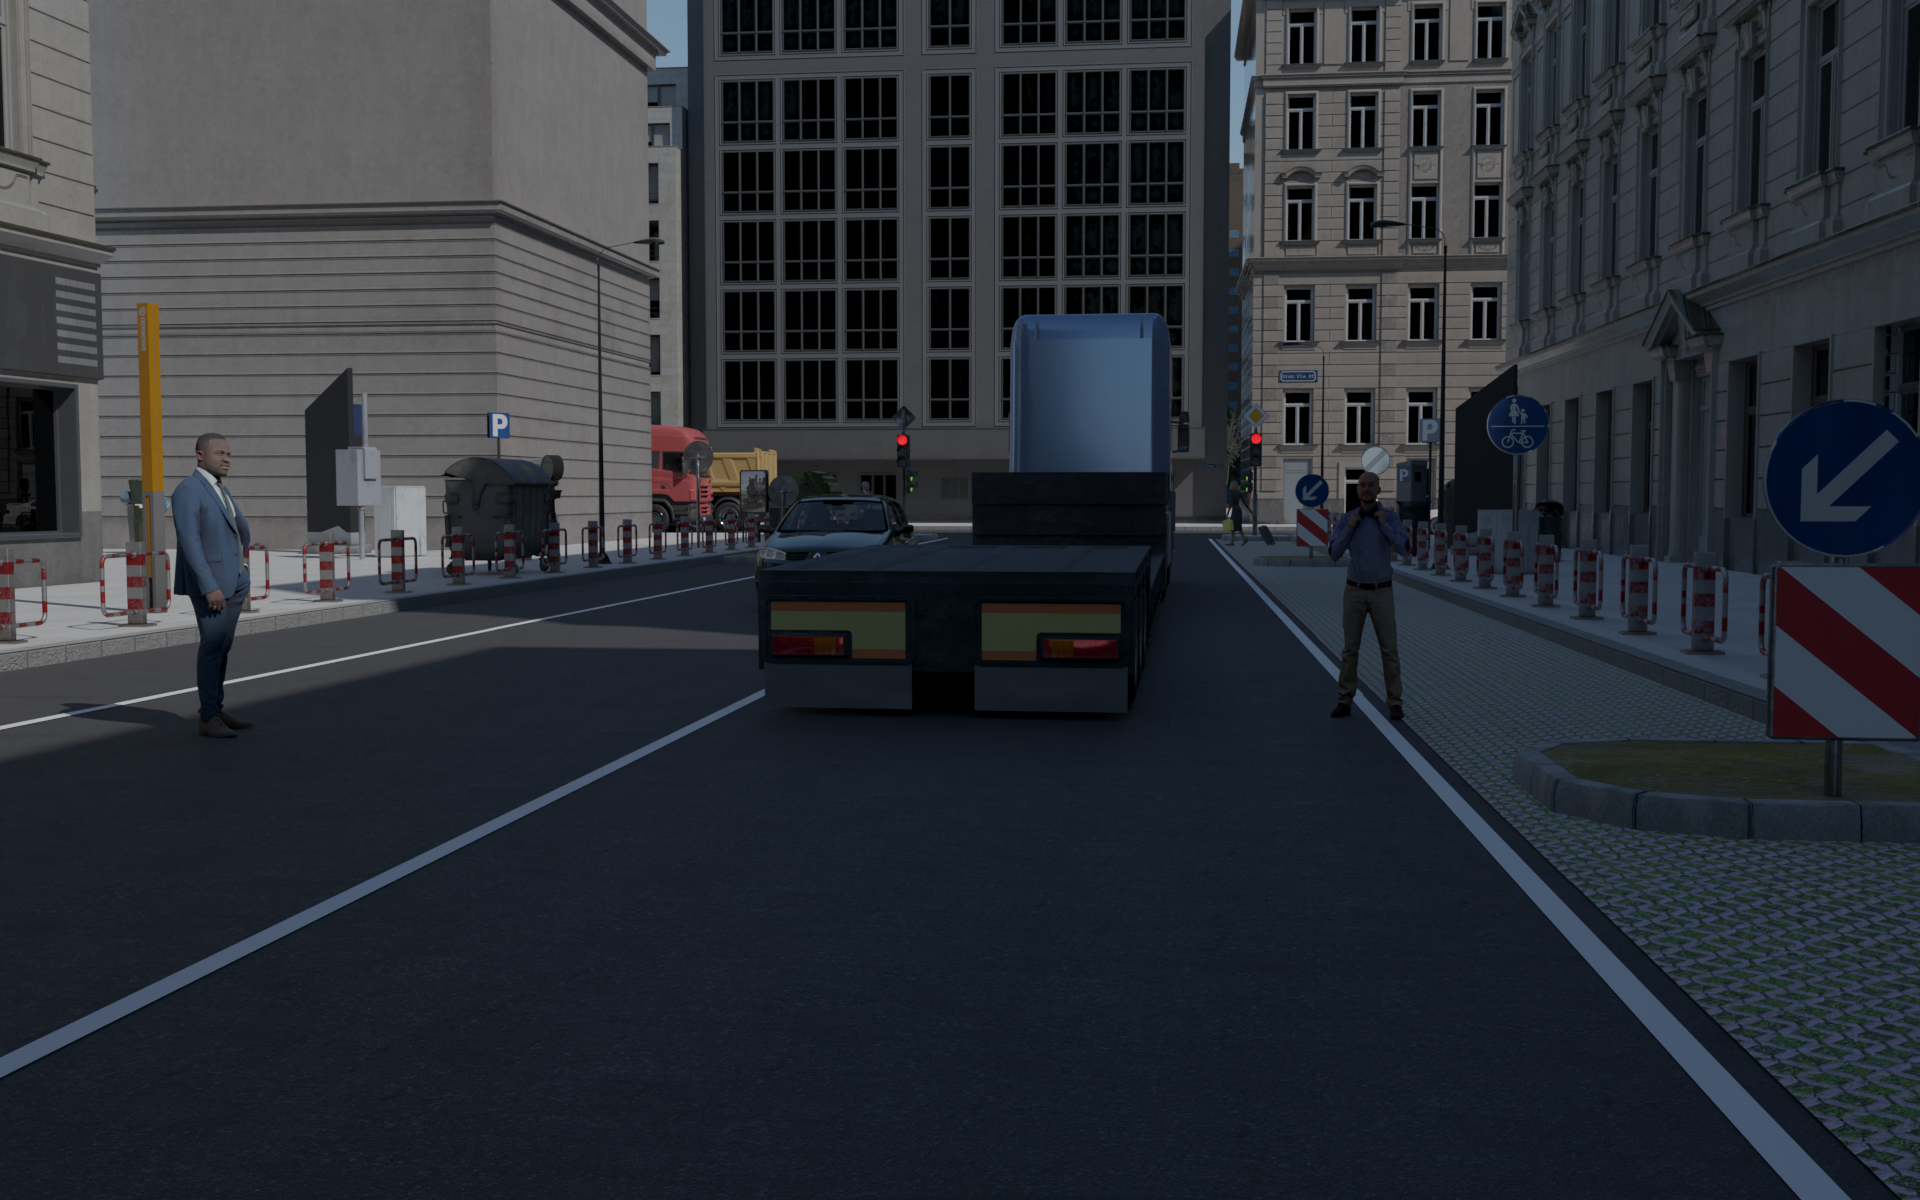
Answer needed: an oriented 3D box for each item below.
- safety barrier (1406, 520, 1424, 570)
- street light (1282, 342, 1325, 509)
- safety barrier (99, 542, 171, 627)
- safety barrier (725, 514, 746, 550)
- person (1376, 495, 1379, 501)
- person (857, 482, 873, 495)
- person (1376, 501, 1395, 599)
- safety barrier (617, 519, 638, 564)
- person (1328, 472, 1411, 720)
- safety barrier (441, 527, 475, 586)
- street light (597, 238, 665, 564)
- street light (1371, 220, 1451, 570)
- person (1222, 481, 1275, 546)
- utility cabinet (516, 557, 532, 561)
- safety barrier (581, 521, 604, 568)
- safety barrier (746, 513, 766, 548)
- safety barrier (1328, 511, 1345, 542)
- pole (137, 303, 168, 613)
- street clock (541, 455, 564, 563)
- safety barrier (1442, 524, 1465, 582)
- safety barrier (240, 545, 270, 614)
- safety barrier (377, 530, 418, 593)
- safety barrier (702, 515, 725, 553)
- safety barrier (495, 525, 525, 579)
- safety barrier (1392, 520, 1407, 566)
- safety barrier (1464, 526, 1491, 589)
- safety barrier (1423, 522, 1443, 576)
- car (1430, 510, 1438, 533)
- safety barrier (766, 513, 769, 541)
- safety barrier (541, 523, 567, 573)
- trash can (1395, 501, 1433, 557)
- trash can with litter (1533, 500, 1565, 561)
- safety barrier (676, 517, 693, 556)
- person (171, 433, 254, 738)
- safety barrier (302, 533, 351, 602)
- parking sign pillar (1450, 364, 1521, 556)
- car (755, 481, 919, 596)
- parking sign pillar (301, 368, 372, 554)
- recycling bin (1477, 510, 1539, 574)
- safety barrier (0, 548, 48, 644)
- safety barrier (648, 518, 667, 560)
[{"bbox_3d":[7.795,-0.911,29.172,0.300,0.817,1.120,0,4,7],"label":"safety barrier"},{"bbox_3d":[10.517,-4.913,52.865,1.470,5.913,1.316,0,4,7],"label":"street light"},{"bbox_3d":[-7.967,-0.152,16.754,0.300,0.817,1.120,0,4,7],"label":"safety barrier"},{"bbox_3d":[-5.226,-1.549,39.605,0.300,0.817,1.120,0,4,7],"label":"safety barrier"},{"bbox_3d":[14.815,-3.095,61.694,0.523,1.515,0.503,0,4,-5],"label":"person"},{"bbox_3d":[-2.546,-2.374,47.717,0.834,1.777,0.661,3,4,36],"label":"person"},{"bbox_3d":[5.749,-0.683,23.573,0.435,1.345,0.340,2,4,33],"label":"person"},{"bbox_3d":[-6.142,-1.083,31.985,0.300,0.817,1.120,0,4,7],"label":"safety barrier"},{"bbox_3d":[2.629,-0.033,11.096,0.516,1.574,0.319,2,4,27],"label":"person"},{"bbox_3d":[-7.057,-0.617,24.367,0.300,0.817,1.120,0,4,7],"label":"safety barrier"},{"bbox_3d":[-6.039,-3.611,31.587,1.470,5.913,1.316,0,4,7],"label":"street light"},{"bbox_3d":[7.656,-3.481,29.451,1.470,5.913,1.316,0,4,7],"label":"street light"},{"bbox_3d":[7.973,-2.393,47.843,1.509,1.804,0.699,0,4,-6],"label":"person"},{"bbox_3d":[-8.820,-1.378,33.691,1.020,1.237,0.306,2,4,27],"label":"utility cabinet"},{"bbox_3d":[-6.373,-0.967,30.082,0.300,0.817,1.120,0,4,7],"label":"safety barrier"},{"bbox_3d":[-5.000,-1.666,41.509,0.300,0.817,1.120,0,4,7],"label":"safety barrier"},{"bbox_3d":[9.628,-1.844,44.422,0.300,0.817,1.120,0,4,7],"label":"safety barrier"},{"bbox_3d":[-8.675,-1.514,18.597,0.158,3.312,0.155,0,3,0],"label":"pole"},{"bbox_3d":[-7.547,-1.685,32.116,0.358,2.002,0.471,-3,5,-42],"label":"street clock"},{"bbox_3d":[7.339,-0.678,25.366,0.300,0.817,1.120,0,4,7],"label":"safety barrier"},{"bbox_3d":[-7.740,-0.268,18.657,0.300,0.817,1.120,0,4,7],"label":"safety barrier"},{"bbox_3d":[-7.288,-0.501,22.464,0.300,0.817,1.120,0,4,7],"label":"safety barrier"},{"bbox_3d":[-5.455,-1.432,37.694,0.300,0.817,1.120,0,4,7],"label":"safety barrier"},{"bbox_3d":[-6.826,-0.734,26.270,0.300,0.817,1.120,0,4,7],"label":"safety barrier"},{"bbox_3d":[8.028,-1.028,31.090,0.300,0.817,1.120,0,4,7],"label":"safety barrier"},{"bbox_3d":[7.115,-0.562,23.462,0.300,0.817,1.120,0,4,7],"label":"safety barrier"},{"bbox_3d":[7.570,-0.795,27.269,0.300,0.817,1.120,0,4,7],"label":"safety barrier"},{"bbox_3d":[18.258,-2.974,60.990,4.827,1.381,2.083,1,4,8],"label":"car"},{"bbox_3d":[-4.770,-1.782,43.414,0.300,0.817,1.120,0,4,7],"label":"safety barrier"},{"bbox_3d":[-6.595,-0.850,28.178,0.300,0.817,1.120,0,4,7],"label":"safety barrier"},{"bbox_3d":[9.354,-1.472,35.724,0.748,1.137,0.748,0,3,0],"label":"trash can"},{"bbox_3d":[11.250,-1.333,33.175,0.624,1.170,1.055,1,4,23],"label":"trash can with litter"},{"bbox_3d":[-5.686,-1.316,35.791,0.300,0.817,1.120,0,4,7],"label":"safety barrier"},{"bbox_3d":[-4.512,-0.108,10.446,0.419,1.800,0.721,0,4,-8],"label":"person"},{"bbox_3d":[-7.513,-0.384,20.560,0.300,0.817,1.120,0,4,7],"label":"safety barrier"},{"bbox_3d":[11.129,-2.939,36.531,1.447,3.967,1.447,3,5,41],"label":"parking sign pillar"},{"bbox_3d":[-1.545,-0.797,22.818,2.009,1.686,4.222,0,4,5],"label":"car"},{"bbox_3d":[-13.523,-2.996,37.458,1.447,3.967,1.447,2,4,27],"label":"parking sign pillar"},{"bbox_3d":[8.844,-0.943,27.967,0.722,1.027,0.722,-3,5,-44],"label":"recycling bin"},{"bbox_3d":[-8.199,-0.035,14.851,0.300,0.817,1.120,0,4,7],"label":"safety barrier"},{"bbox_3d":[-5.914,-1.200,33.888,0.300,0.817,1.120,0,4,7],"label":"safety barrier"}]
